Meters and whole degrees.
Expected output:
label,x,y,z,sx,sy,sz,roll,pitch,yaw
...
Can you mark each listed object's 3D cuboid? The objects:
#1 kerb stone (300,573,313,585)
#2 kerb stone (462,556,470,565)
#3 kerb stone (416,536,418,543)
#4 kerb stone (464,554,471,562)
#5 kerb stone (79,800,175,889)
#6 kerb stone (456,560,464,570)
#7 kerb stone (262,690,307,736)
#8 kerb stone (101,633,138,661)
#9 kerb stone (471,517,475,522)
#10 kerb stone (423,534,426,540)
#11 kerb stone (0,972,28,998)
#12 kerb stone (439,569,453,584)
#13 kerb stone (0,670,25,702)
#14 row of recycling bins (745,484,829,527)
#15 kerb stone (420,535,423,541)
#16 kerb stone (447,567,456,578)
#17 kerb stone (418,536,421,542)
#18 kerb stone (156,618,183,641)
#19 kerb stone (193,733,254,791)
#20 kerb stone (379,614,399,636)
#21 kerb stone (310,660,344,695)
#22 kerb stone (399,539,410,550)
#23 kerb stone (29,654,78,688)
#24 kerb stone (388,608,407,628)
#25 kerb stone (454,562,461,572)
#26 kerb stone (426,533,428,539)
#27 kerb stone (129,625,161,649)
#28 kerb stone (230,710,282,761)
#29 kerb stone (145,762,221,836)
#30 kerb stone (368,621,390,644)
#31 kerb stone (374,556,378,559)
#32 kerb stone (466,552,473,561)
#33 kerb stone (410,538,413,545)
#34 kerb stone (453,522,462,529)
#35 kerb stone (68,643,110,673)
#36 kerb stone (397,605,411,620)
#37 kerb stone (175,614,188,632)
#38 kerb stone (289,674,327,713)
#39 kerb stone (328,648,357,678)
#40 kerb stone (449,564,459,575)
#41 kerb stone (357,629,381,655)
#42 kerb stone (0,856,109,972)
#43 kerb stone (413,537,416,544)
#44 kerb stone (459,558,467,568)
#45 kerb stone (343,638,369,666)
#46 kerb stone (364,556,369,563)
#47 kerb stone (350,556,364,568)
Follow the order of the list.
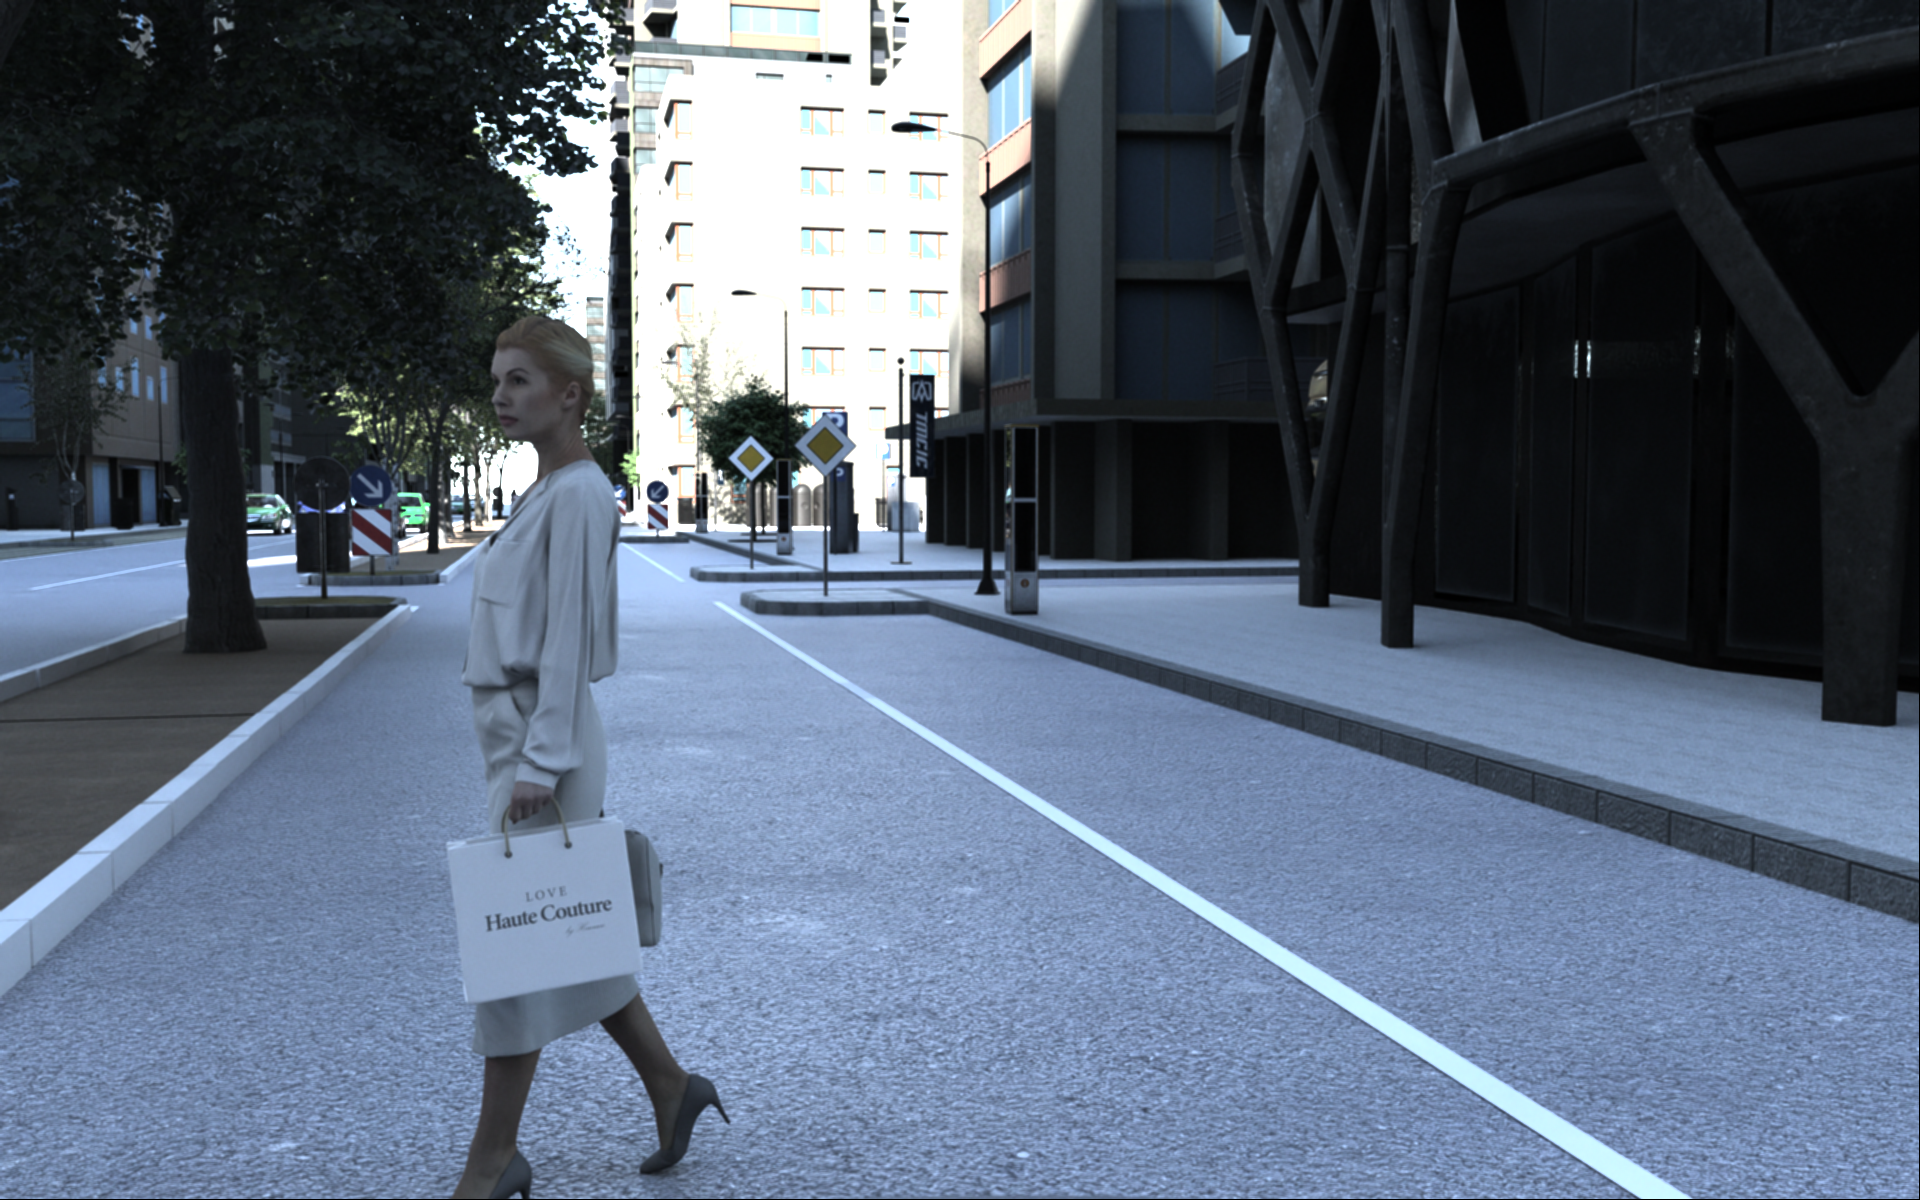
label,x,y,z,sx,sy,sz,roll,pitch,yaw
kerb stone,-10.421,-0.336,27.691,0.120,0.150,1.000,-1,4,-13
kerb stone,-9.796,-0.724,34.121,0.120,0.150,1.000,-1,4,-13
kerb stone,-15.687,-1.676,49.597,0.120,0.150,1.000,-1,4,-13
kerb stone,-10.047,-0.787,35.125,0.120,0.150,1.000,-1,4,-13
kerb stone,-3.226,0.949,6.714,0.120,0.150,1.000,-1,4,-13
kerb stone,-9.328,-0.605,32.130,0.120,0.150,1.000,-1,4,-13
kerb stone,-4.185,0.704,10.701,0.120,0.150,1.000,-1,4,-13
kerb stone,-7.409,0.429,15.186,0.120,0.150,1.000,-1,4,-13
kerb stone,-26.458,-4.420,94.470,0.120,0.150,1.000,-1,4,-13
kerb stone,-16.402,-1.860,52.601,0.120,0.150,1.000,-1,4,-13
kerb stone,-2.743,1.069,4.721,0.120,0.150,1.000,-1,4,-13
kerb stone,-8.372,-0.361,28.150,0.120,0.150,1.000,-1,4,-13
kerb stone,-6.711,0.614,12.195,0.120,0.150,1.000,-1,4,-13
row of recycling bins,-6.606,-3.705,67.684,3.534,1.692,1.069,-1,4,-20
kerb stone,-16.166,-1.797,51.604,0.120,0.150,1.000,-1,4,-13
kerb stone,-8.614,-0.425,29.143,0.120,0.150,1.000,-1,4,-13
kerb stone,-15.917,-1.738,50.605,0.120,0.150,1.000,-1,4,-13
kerb stone,-7.902,0.316,17.176,0.120,0.150,1.000,-1,4,-13
kerb stone,-3.708,0.827,8.706,0.120,0.150,1.000,-1,4,-13
kerb stone,-5.857,0.276,17.676,0.120,0.150,1.000,-1,4,-13
kerb stone,-4.657,0.581,12.693,0.120,0.150,1.000,-1,4,-13
kerb stone,-14.969,-1.491,46.616,0.120,0.150,1.000,-1,4,-13
kerb stone,-6.933,0.551,13.192,0.120,0.150,1.000,-1,4,-13
kerb stone,-6.097,0.217,18.674,0.120,0.150,1.000,-1,4,-13
kerb stone,-9.096,-0.547,31.132,0.120,0.150,1.000,-1,4,-13
kerb stone,-16.643,-1.920,53.594,0.120,0.150,1.000,-1,4,-13
kerb stone,-7.665,0.368,16.180,0.120,0.150,1.000,-1,4,-13
kerb stone,-3.950,0.765,9.703,0.120,0.150,1.000,-1,4,-13
kerb stone,-3.461,0.887,7.713,0.120,0.150,1.000,-1,4,-13
kerb stone,-5.622,0.337,16.681,0.120,0.150,1.000,-1,4,-13
kerb stone,-12.815,-0.946,37.658,0.120,0.150,1.000,-1,4,-13
kerb stone,-10.289,-0.852,36.118,0.120,0.150,1.000,-1,4,-13
kerb stone,-15.209,-1.554,47.610,0.120,0.150,1.000,-1,4,-13
kerb stone,-21.910,-3.258,75.532,0.120,0.150,1.000,-1,4,-13
kerb stone,-7.178,0.492,14.191,0.120,0.150,1.000,-1,4,-13
kerb stone,-6.336,0.160,19.669,0.120,0.150,1.000,-1,4,-13
kerb stone,-8.139,0.246,18.178,0.120,0.150,1.000,-1,4,-13
kerb stone,-4.418,0.642,11.699,0.120,0.150,1.000,-1,4,-13
kerb stone,-4.907,0.523,13.690,0.120,0.150,1.000,-1,4,-13
kerb stone,-8.852,-0.486,30.139,0.120,0.150,1.000,-1,4,-13
kerb stone,-5.381,0.399,15.688,0.120,0.150,1.000,-1,4,-13
kerb stone,-2.986,1.012,5.720,0.120,0.150,1.000,-1,4,-13
kerb stone,-15.441,-1.615,48.605,0.120,0.150,1.000,-1,4,-13
kerb stone,-9.564,-0.668,33.124,0.120,0.150,1.000,-1,4,-13
kerb stone,-5.143,0.459,14.684,0.120,0.150,1.000,-1,4,-13
kerb stone,-12.332,-0.823,35.651,0.120,0.150,1.000,-1,4,-13
kerb stone,-12.097,-0.759,34.653,0.120,0.150,1.000,-1,4,-13
